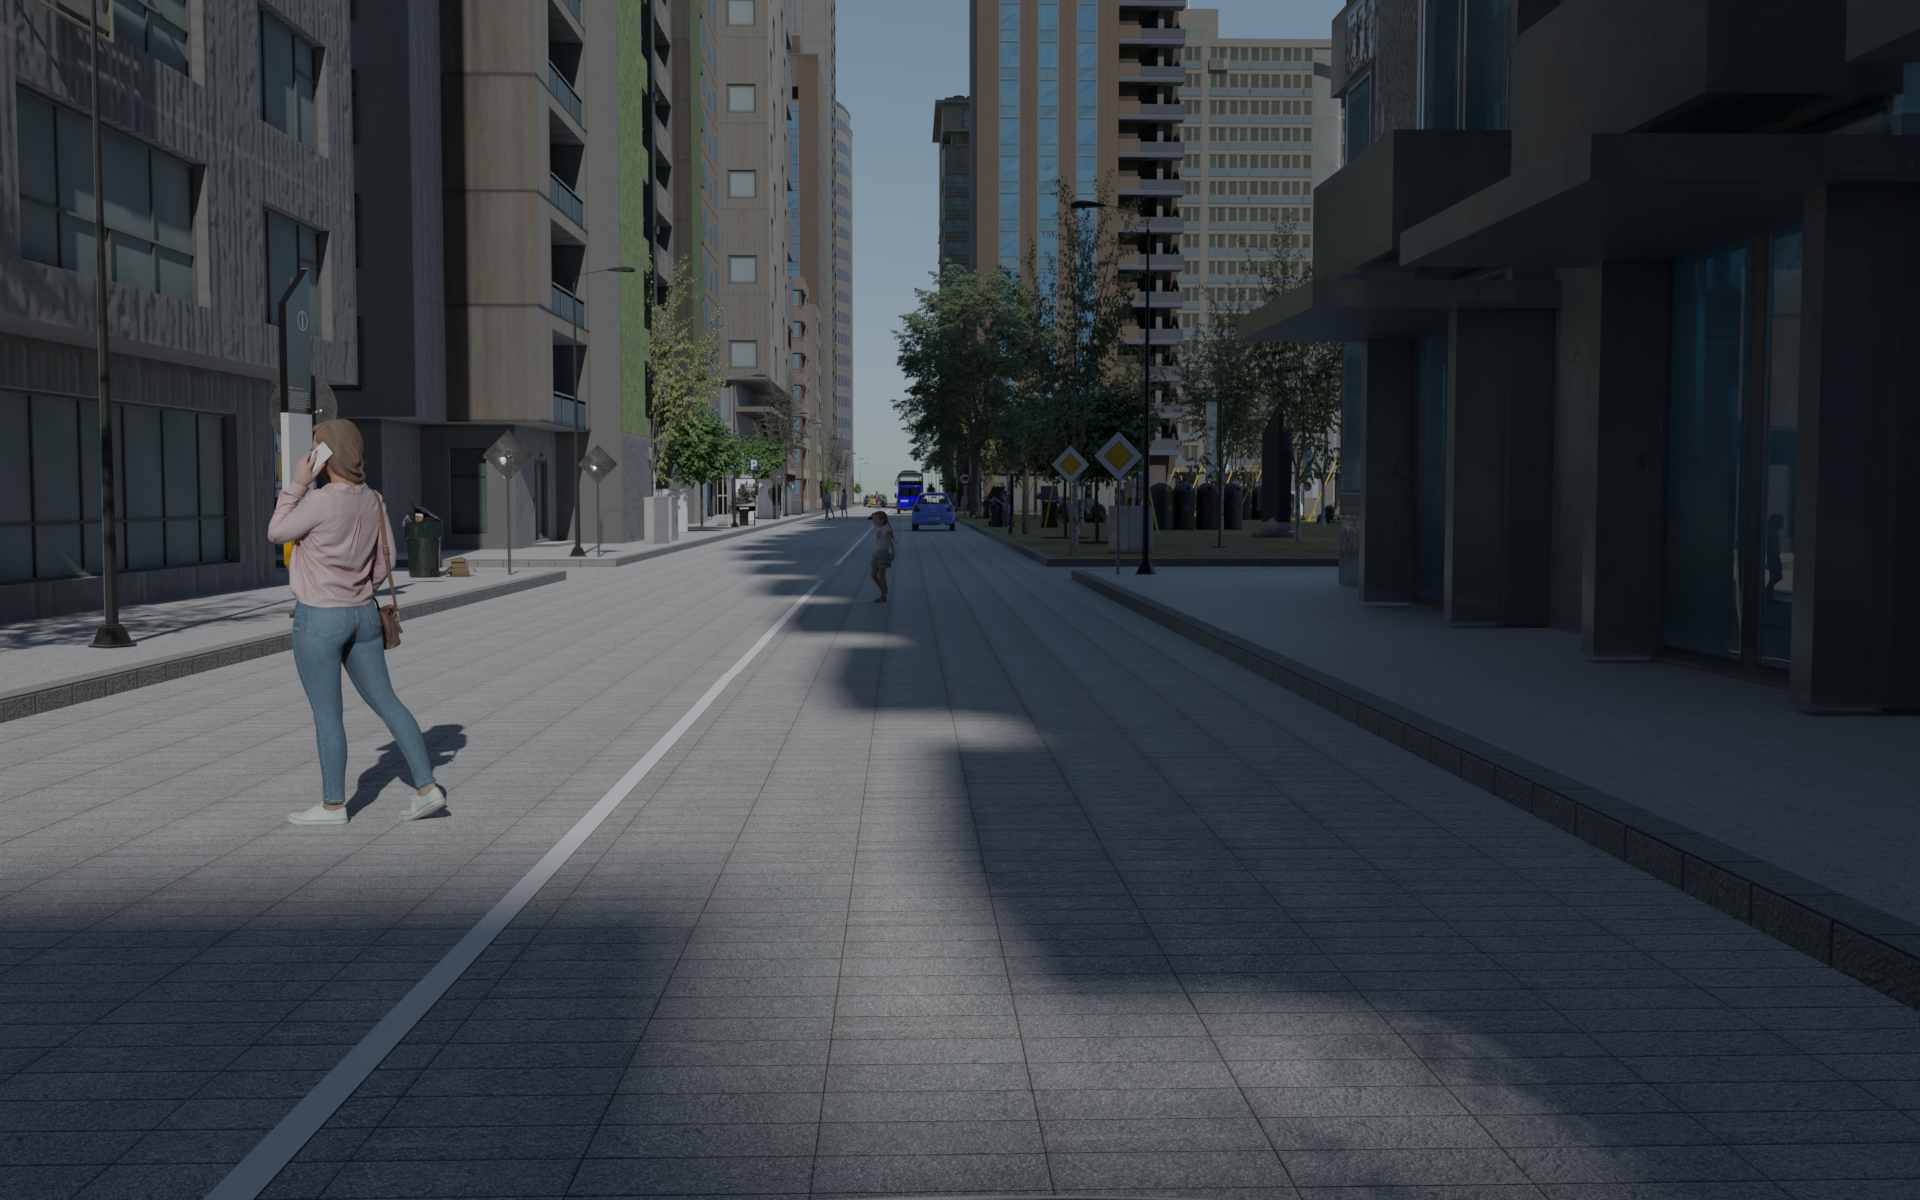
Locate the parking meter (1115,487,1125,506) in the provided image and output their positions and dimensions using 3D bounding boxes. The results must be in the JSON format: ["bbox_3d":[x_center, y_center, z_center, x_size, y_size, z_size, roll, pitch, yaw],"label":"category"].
[{"bbox_3d":[5.721,-3.275,61.957,0.372,1.533,0.369,0,3,0],"label":"parking meter"}]

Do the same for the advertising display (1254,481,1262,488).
[{"bbox_3d":[15.465,-5.087,88.378,0.974,1.923,0.123,-1,4,-8],"label":"advertising display"}]

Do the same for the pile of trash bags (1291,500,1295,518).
[{"bbox_3d":[16.230,-5.074,92.707,3.447,1.369,1.912,-2,4,-32],"label":"pile of trash bags"}]

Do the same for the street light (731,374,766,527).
[{"bbox_3d":[-8.189,-5.777,67.001,1.470,5.913,1.316,0,4,-2],"label":"street light"}]

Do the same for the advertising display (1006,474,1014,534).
[{"bbox_3d":[1.616,-3.102,55.932,0.123,1.923,0.974,0,4,-5],"label":"advertising display"}]

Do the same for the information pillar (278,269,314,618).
[{"bbox_3d":[-6.833,-1.622,17.872,0.183,3.616,0.504,1,4,8],"label":"information pillar"}]

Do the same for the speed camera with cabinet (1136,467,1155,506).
[{"bbox_3d":[8.862,-5.076,77.325,2.038,3.252,0.660,3,4,37],"label":"speed camera with cabinet"}]

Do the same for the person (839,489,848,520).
[{"bbox_3d":[-6.507,-5.374,97.119,0.466,1.731,0.760,1,4,12],"label":"person"}]

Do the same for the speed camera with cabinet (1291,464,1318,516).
[{"bbox_3d":[20.062,-6.576,101.852,0.660,3.252,2.038,-3,5,-42],"label":"speed camera with cabinet"}]

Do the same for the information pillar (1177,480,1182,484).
[{"bbox_3d":[11.687,-5.345,91.877,0.304,2.012,0.304,0,4,5],"label":"information pillar"}]

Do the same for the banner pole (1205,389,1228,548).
[{"bbox_3d":[6.084,-3.139,41.345,0.401,3.779,0.863,3,5,43],"label":"banner pole"}]

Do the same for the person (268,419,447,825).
[{"bbox_3d":[-2.590,0.098,7.491,0.643,1.750,0.593,1,4,21],"label":"person"}]

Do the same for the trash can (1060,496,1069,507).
[{"bbox_3d":[6.521,-5.921,108.457,0.748,1.137,0.748,0,3,0],"label":"trash can"}]

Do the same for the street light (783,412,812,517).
[{"bbox_3d":[-9.318,-7.679,98.086,1.470,5.913,1.316,0,4,-2],"label":"street light"}]

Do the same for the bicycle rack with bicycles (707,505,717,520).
[{"bbox_3d":[-13.714,-4.359,84.652,2.852,0.926,2.925,-2,4,-33],"label":"bicycle rack with bicycles"}]

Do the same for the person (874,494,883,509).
[{"bbox_3d":[-7.519,-9.123,160.891,0.991,1.433,0.599,-1,4,-18],"label":"person"}]

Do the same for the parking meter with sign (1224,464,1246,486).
[{"bbox_3d":[16.144,-6.344,99.988,1.738,3.016,0.543,2,4,32],"label":"parking meter with sign"}]

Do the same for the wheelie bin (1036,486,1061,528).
[{"bbox_3d":[3.359,-3.553,65.999,0.980,1.594,0.693,0,4,-4],"label":"wheelie bin"}]

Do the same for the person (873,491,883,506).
[{"bbox_3d":[-8.192,-9.971,172.312,1.217,1.735,0.721,2,4,34],"label":"person"}]

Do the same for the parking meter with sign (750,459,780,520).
[{"bbox_3d":[-9.824,-5.583,87.539,0.543,3.016,1.738,2,4,35],"label":"parking meter with sign"}]

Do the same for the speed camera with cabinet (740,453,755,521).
[{"bbox_3d":[-10.149,-5.408,82.751,0.660,3.252,2.038,-1,4,-10],"label":"speed camera with cabinet"}]

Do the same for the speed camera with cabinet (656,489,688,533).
[{"bbox_3d":[-9.862,-3.792,56.333,2.038,3.252,0.660,-3,5,-45],"label":"speed camera with cabinet"}]

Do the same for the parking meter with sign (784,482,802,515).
[{"bbox_3d":[-10.452,-6.674,105.382,1.738,3.016,0.543,2,4,26],"label":"parking meter with sign"}]

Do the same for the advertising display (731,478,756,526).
[{"bbox_3d":[-8.664,-3.927,69.416,0.974,1.923,0.123,-1,4,-13],"label":"advertising display"}]

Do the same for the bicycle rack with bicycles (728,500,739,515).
[{"bbox_3d":[-14.032,-5.532,103.836,2.925,0.926,2.852,-3,5,-45],"label":"bicycle rack with bicycles"}]

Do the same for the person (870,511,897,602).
[{"bbox_3d":[-0.969,-0.576,22.938,0.382,1.210,0.505,-2,4,-35],"label":"person"}]

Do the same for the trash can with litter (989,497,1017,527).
[{"bbox_3d":[1.821,-3.613,70.457,0.624,1.170,1.055,-2,4,-28],"label":"trash can with litter"}]

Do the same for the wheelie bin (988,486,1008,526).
[{"bbox_3d":[1.530,-3.747,69.175,0.980,1.594,0.693,3,4,36],"label":"wheelie bin"}]

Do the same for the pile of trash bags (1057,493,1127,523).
[{"bbox_3d":[6.067,-4.203,78.472,3.447,1.369,1.912,-2,4,-26],"label":"pile of trash bags"}]

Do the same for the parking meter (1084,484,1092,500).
[{"bbox_3d":[7.184,-5.580,96.942,0.399,1.863,0.255,-1,4,-8],"label":"parking meter"}]

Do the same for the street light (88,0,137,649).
[{"bbox_3d":[-6.572,-2.558,14.368,1.470,5.913,1.316,0,4,-2],"label":"street light"}]

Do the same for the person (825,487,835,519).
[{"bbox_3d":[-7.702,-5.691,101.403,0.748,1.841,0.638,3,5,43],"label":"person"}]

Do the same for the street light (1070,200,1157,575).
[{"bbox_3d":[2.438,-3.366,27.569,1.470,5.913,1.316,0,4,-2],"label":"street light"}]

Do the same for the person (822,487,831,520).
[{"bbox_3d":[-7.266,-5.245,94.261,0.555,1.821,0.388,-3,4,-37],"label":"person"}]

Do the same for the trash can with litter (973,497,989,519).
[{"bbox_3d":[1.214,-4.813,90.083,1.055,1.170,0.624,-1,4,-14],"label":"trash can with litter"}]

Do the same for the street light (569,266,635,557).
[{"bbox_3d":[-7.311,-3.846,35.425,1.470,5.913,1.316,0,4,-2],"label":"street light"}]

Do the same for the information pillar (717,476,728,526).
[{"bbox_3d":[-9.540,-3.980,69.566,0.304,2.012,0.304,2,4,30],"label":"information pillar"}]

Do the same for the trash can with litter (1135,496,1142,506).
[{"bbox_3d":[9.504,-5.020,93.457,0.624,1.170,1.055,0,4,4],"label":"trash can with litter"}]

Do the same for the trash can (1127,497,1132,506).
[{"bbox_3d":[8.839,-4.875,91.355,0.748,1.137,0.748,0,3,0],"label":"trash can"}]

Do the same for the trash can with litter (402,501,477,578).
[{"bbox_3d":[-8.058,-0.943,26.811,1.055,1.170,0.624,-1,4,-23],"label":"trash can with litter"}]

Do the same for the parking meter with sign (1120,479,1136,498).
[{"bbox_3d":[9.753,-6.320,99.588,0.543,3.016,1.738,-2,4,-34],"label":"parking meter with sign"}]
